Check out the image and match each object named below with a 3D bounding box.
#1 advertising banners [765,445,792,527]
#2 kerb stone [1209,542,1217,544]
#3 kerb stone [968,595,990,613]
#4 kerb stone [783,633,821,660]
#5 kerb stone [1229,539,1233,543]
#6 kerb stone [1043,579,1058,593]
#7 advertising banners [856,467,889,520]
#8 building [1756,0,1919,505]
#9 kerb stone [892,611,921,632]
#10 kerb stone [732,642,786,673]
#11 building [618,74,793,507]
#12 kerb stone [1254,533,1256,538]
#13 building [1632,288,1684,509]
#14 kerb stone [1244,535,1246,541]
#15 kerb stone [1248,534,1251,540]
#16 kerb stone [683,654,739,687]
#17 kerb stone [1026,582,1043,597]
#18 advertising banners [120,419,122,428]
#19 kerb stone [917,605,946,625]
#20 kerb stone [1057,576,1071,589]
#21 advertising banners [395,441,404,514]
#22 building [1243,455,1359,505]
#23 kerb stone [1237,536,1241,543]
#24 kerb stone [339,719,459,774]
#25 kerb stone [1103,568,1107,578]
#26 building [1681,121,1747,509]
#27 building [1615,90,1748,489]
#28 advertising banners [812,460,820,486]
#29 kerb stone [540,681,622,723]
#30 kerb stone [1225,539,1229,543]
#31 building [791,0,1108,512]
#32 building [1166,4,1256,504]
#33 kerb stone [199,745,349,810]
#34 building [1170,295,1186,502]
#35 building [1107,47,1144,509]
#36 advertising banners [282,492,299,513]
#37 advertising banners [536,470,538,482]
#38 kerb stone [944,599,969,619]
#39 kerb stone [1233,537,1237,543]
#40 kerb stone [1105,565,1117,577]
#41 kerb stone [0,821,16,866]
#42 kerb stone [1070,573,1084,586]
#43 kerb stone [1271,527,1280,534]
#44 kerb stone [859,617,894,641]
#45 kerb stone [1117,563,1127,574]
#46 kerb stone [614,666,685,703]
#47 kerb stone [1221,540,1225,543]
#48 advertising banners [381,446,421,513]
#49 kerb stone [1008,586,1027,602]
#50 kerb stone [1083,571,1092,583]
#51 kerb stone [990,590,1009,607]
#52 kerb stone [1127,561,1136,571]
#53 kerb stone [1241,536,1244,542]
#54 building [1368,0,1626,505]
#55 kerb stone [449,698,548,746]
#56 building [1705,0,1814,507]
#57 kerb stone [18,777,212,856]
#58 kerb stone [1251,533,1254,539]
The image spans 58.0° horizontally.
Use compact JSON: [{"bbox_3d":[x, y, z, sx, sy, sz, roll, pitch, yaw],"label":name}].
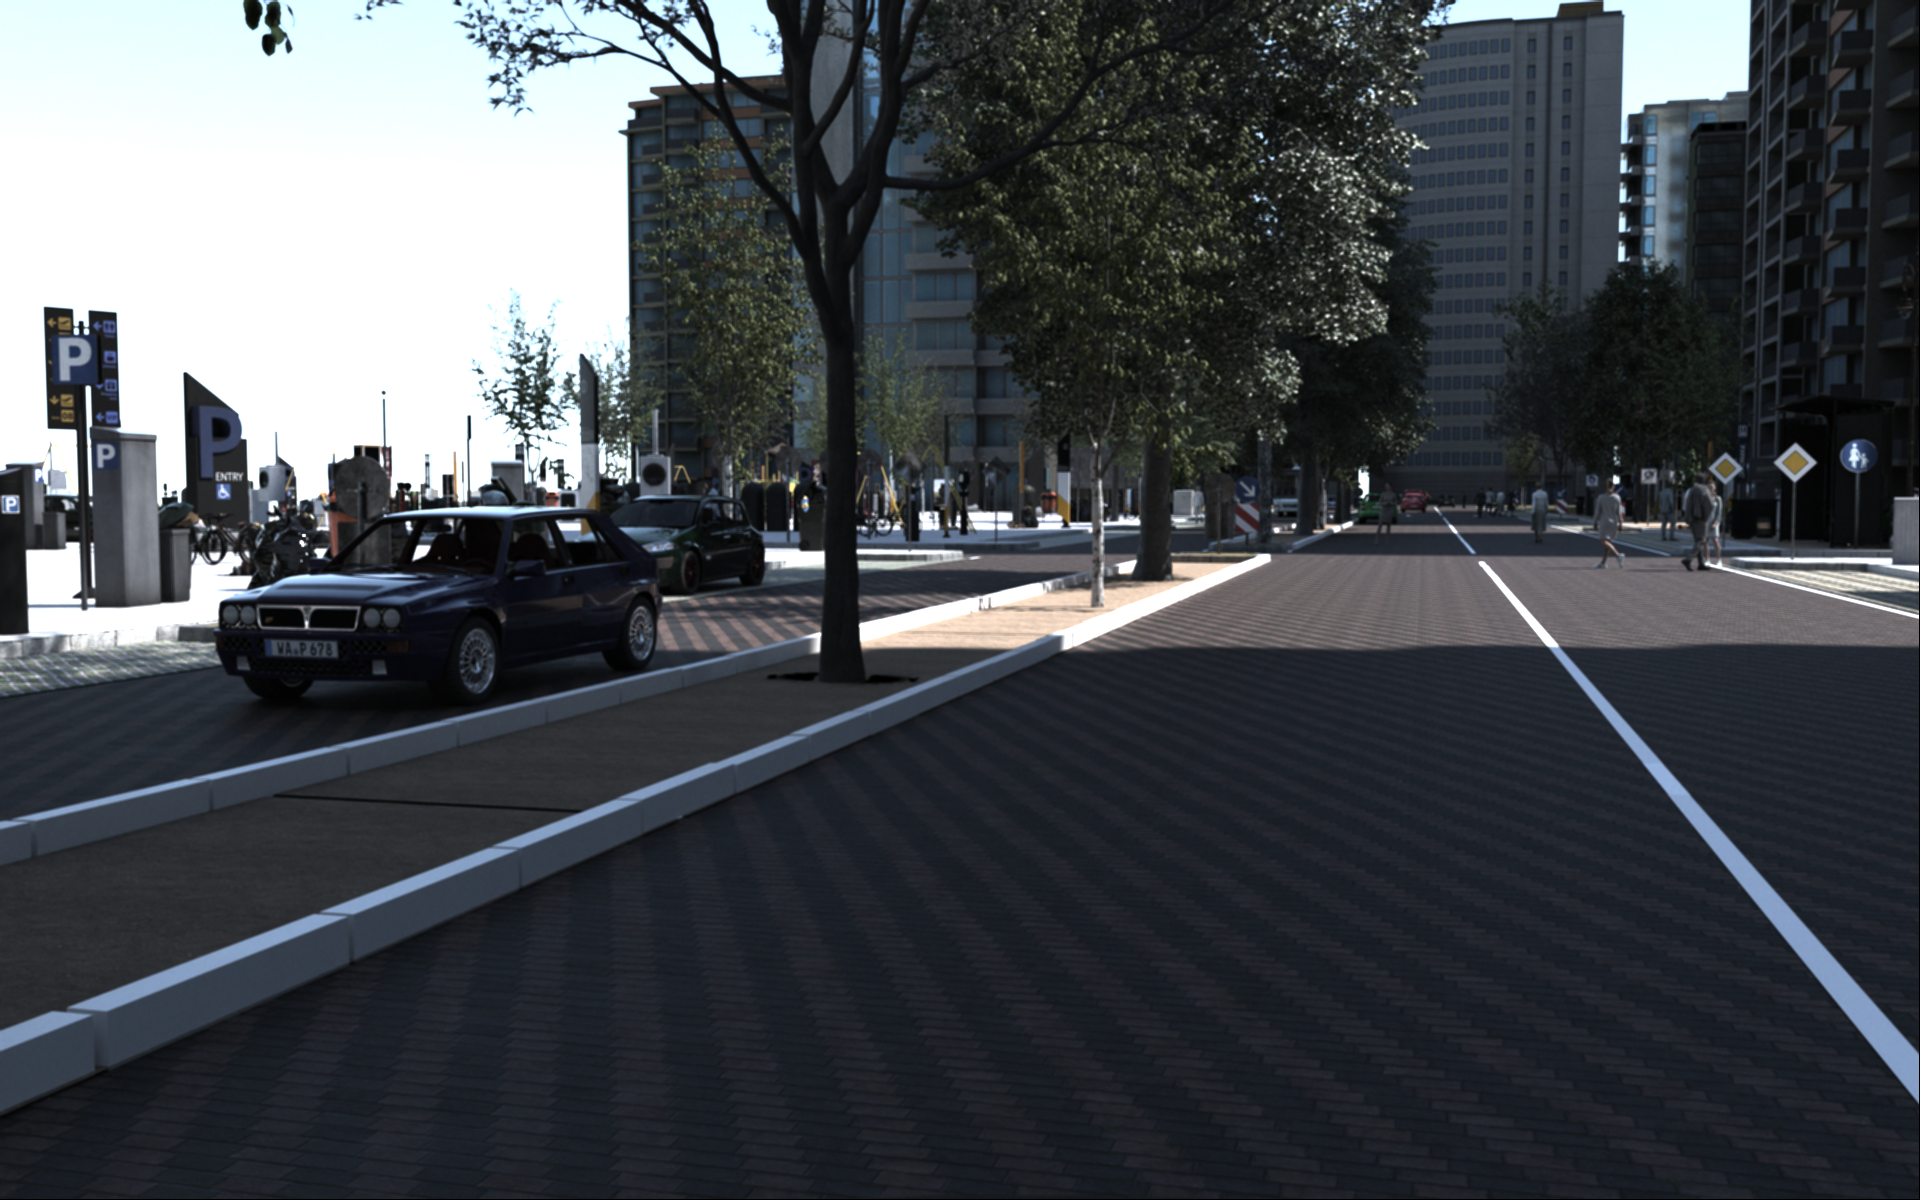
[{"bbox_3d":[-6.891,-4.082,62.925,2.074,3.025,0.090,3,4,38],"label":"advertising banners"},{"bbox_3d":[6.659,-1.423,45.459,0.120,0.150,1.000,1,4,15],"label":"kerb stone"},{"bbox_3d":[0.160,0.063,21.162,0.120,0.150,1.000,1,4,15],"label":"kerb stone"},{"bbox_3d":[-1.436,0.426,15.231,0.120,0.150,1.000,1,4,15],"label":"kerb stone"},{"bbox_3d":[7.459,-1.603,48.435,0.120,0.150,1.000,1,4,15],"label":"kerb stone"},{"bbox_3d":[1.217,-0.179,25.126,0.120,0.150,1.000,1,4,15],"label":"kerb stone"},{"bbox_3d":[-4.570,-5.509,86.258,2.074,3.025,0.090,-1,4,-18],"label":"advertising banners"},{"bbox_3d":[57.599,-26.814,93.037,22.147,44.769,28.867,1,4,15],"label":"building"},{"bbox_3d":[-0.636,0.250,18.201,0.120,0.150,1.000,1,4,15],"label":"kerb stone"},{"bbox_3d":[-1.691,0.486,14.242,0.120,0.150,1.000,1,4,15],"label":"kerb stone"},{"bbox_3d":[-19.713,-32.380,184.044,28.867,44.769,22.147,1,4,15],"label":"building"},{"bbox_3d":[9.304,-2.026,55.357,0.120,0.150,1.000,1,4,15],"label":"kerb stone"},{"bbox_3d":[77.110,-19.019,155.992,27.650,21.520,28.899,1,4,15],"label":"building"},{"bbox_3d":[8.514,-1.847,52.393,0.120,0.150,1.000,1,4,15],"label":"kerb stone"},{"bbox_3d":[8.779,-1.907,53.381,0.120,0.150,1.000,1,4,15],"label":"kerb stone"},{"bbox_3d":[-1.957,0.554,13.248,0.120,0.150,1.000,1,4,15],"label":"kerb stone"},{"bbox_3d":[0.951,-0.119,24.136,0.120,0.150,1.000,1,4,15],"label":"kerb stone"},{"bbox_3d":[-20.367,-2.765,41.393,0.090,3.025,2.074,-3,5,-44],"label":"advertising banners"},{"bbox_3d":[-0.378,0.184,19.190,0.120,0.150,1.000,1,4,15],"label":"kerb stone"},{"bbox_3d":[1.482,-0.239,26.120,0.120,0.150,1.000,1,4,15],"label":"kerb stone"},{"bbox_3d":[-18.721,-3.762,57.693,0.090,3.025,2.074,-1,4,-15],"label":"advertising banners"},{"bbox_3d":[43.174,-27.310,218.226,14.107,30.474,14.160,1,4,15],"label":"building"},{"bbox_3d":[7.982,-1.726,50.412,0.120,0.150,1.000,1,4,15],"label":"kerb stone"},{"bbox_3d":[-3.020,0.792,9.280,0.120,0.150,1.000,1,4,15],"label":"kerb stone"},{"bbox_3d":[2.275,-0.417,29.092,0.120,0.150,1.000,1,4,15],"label":"kerb stone"},{"bbox_3d":[64.164,-22.288,136.117,14.160,30.474,14.107,1,4,15],"label":"building"},{"bbox_3d":[94.069,-35.991,208.064,30.456,49.044,23.786,1,4,15],"label":"building"},{"bbox_3d":[-8.099,-5.658,88.693,2.074,3.025,0.090,0,4,-5],"label":"advertising banners"},{"bbox_3d":[-2.491,0.669,11.262,0.120,0.150,1.000,1,4,15],"label":"kerb stone"},{"bbox_3d":[7.193,-1.540,47.445,0.120,0.150,1.000,1,4,15],"label":"kerb stone"},{"bbox_3d":[0.233,-31.784,139.284,23.786,49.044,30.456,1,4,15],"label":"building"},{"bbox_3d":[26.568,-48.026,223.480,20.611,71.187,20.563,1,4,15],"label":"building"},{"bbox_3d":[-3.290,0.853,8.294,0.120,0.150,1.000,1,4,15],"label":"kerb stone"},{"bbox_3d":[15.987,-24.941,179.485,14.107,30.474,14.160,1,4,15],"label":"building"},{"bbox_3d":[10.082,-31.176,159.840,14.600,45.320,14.200,1,4,15],"label":"building"},{"bbox_3d":[-45.238,-7.321,115.884,2.074,3.025,0.090,1,4,10],"label":"advertising banners"},{"bbox_3d":[-29.266,-7.596,120.378,0.090,3.025,2.074,-2,4,-23],"label":"advertising banners"},{"bbox_3d":[-0.104,0.124,20.174,0.120,0.150,1.000,1,4,15],"label":"kerb stone"},{"bbox_3d":[7.714,-1.665,49.425,0.120,0.150,1.000,1,4,15],"label":"kerb stone"},{"bbox_3d":[2.541,-0.482,30.078,0.120,0.150,1.000,1,4,15],"label":"kerb stone"},{"bbox_3d":[-3.821,0.972,6.307,0.120,0.150,1.000,1,4,15],"label":"kerb stone"},{"bbox_3d":[1.746,-0.301,27.117,0.120,0.150,1.000,1,4,15],"label":"kerb stone"},{"bbox_3d":[11.695,-2.574,64.278,0.120,0.150,1.000,1,4,15],"label":"kerb stone"},{"bbox_3d":[-0.890,0.305,17.205,0.120,0.150,1.000,1,4,15],"label":"kerb stone"},{"bbox_3d":[2.812,-0.543,31.080,0.120,0.150,1.000,1,4,15],"label":"kerb stone"},{"bbox_3d":[-2.229,0.608,12.258,0.120,0.150,1.000,1,4,15],"label":"kerb stone"},{"bbox_3d":[6.927,-1.479,46.448,0.120,0.150,1.000,1,4,15],"label":"kerb stone"},{"bbox_3d":[-20.732,-4.160,64.208,0.090,3.025,2.074,2,4,24],"label":"advertising banners"},{"bbox_3d":[0.687,-0.058,23.143,0.120,0.150,1.000,1,4,15],"label":"kerb stone"},{"bbox_3d":[2.007,-0.361,28.105,0.120,0.150,1.000,1,4,15],"label":"kerb stone"},{"bbox_3d":[0.422,0.009,22.151,0.120,0.150,1.000,1,4,15],"label":"kerb stone"},{"bbox_3d":[3.074,-0.603,32.069,0.120,0.150,1.000,1,4,15],"label":"kerb stone"},{"bbox_3d":[8.249,-1.787,51.406,0.120,0.150,1.000,1,4,15],"label":"kerb stone"},{"bbox_3d":[65.307,-41.086,213.757,28.212,58.520,21.231,1,4,15],"label":"building"},{"bbox_3d":[-2.756,0.729,10.275,0.120,0.150,1.000,1,4,15],"label":"kerb stone"},{"bbox_3d":[63.853,-41.515,117.023,20.563,71.187,20.611,1,4,15],"label":"building"},{"bbox_3d":[-3.555,0.911,7.302,0.120,0.150,1.000,1,4,15],"label":"kerb stone"},{"bbox_3d":[9.037,-1.966,54.371,0.120,0.150,1.000,1,4,15],"label":"kerb stone"}]
